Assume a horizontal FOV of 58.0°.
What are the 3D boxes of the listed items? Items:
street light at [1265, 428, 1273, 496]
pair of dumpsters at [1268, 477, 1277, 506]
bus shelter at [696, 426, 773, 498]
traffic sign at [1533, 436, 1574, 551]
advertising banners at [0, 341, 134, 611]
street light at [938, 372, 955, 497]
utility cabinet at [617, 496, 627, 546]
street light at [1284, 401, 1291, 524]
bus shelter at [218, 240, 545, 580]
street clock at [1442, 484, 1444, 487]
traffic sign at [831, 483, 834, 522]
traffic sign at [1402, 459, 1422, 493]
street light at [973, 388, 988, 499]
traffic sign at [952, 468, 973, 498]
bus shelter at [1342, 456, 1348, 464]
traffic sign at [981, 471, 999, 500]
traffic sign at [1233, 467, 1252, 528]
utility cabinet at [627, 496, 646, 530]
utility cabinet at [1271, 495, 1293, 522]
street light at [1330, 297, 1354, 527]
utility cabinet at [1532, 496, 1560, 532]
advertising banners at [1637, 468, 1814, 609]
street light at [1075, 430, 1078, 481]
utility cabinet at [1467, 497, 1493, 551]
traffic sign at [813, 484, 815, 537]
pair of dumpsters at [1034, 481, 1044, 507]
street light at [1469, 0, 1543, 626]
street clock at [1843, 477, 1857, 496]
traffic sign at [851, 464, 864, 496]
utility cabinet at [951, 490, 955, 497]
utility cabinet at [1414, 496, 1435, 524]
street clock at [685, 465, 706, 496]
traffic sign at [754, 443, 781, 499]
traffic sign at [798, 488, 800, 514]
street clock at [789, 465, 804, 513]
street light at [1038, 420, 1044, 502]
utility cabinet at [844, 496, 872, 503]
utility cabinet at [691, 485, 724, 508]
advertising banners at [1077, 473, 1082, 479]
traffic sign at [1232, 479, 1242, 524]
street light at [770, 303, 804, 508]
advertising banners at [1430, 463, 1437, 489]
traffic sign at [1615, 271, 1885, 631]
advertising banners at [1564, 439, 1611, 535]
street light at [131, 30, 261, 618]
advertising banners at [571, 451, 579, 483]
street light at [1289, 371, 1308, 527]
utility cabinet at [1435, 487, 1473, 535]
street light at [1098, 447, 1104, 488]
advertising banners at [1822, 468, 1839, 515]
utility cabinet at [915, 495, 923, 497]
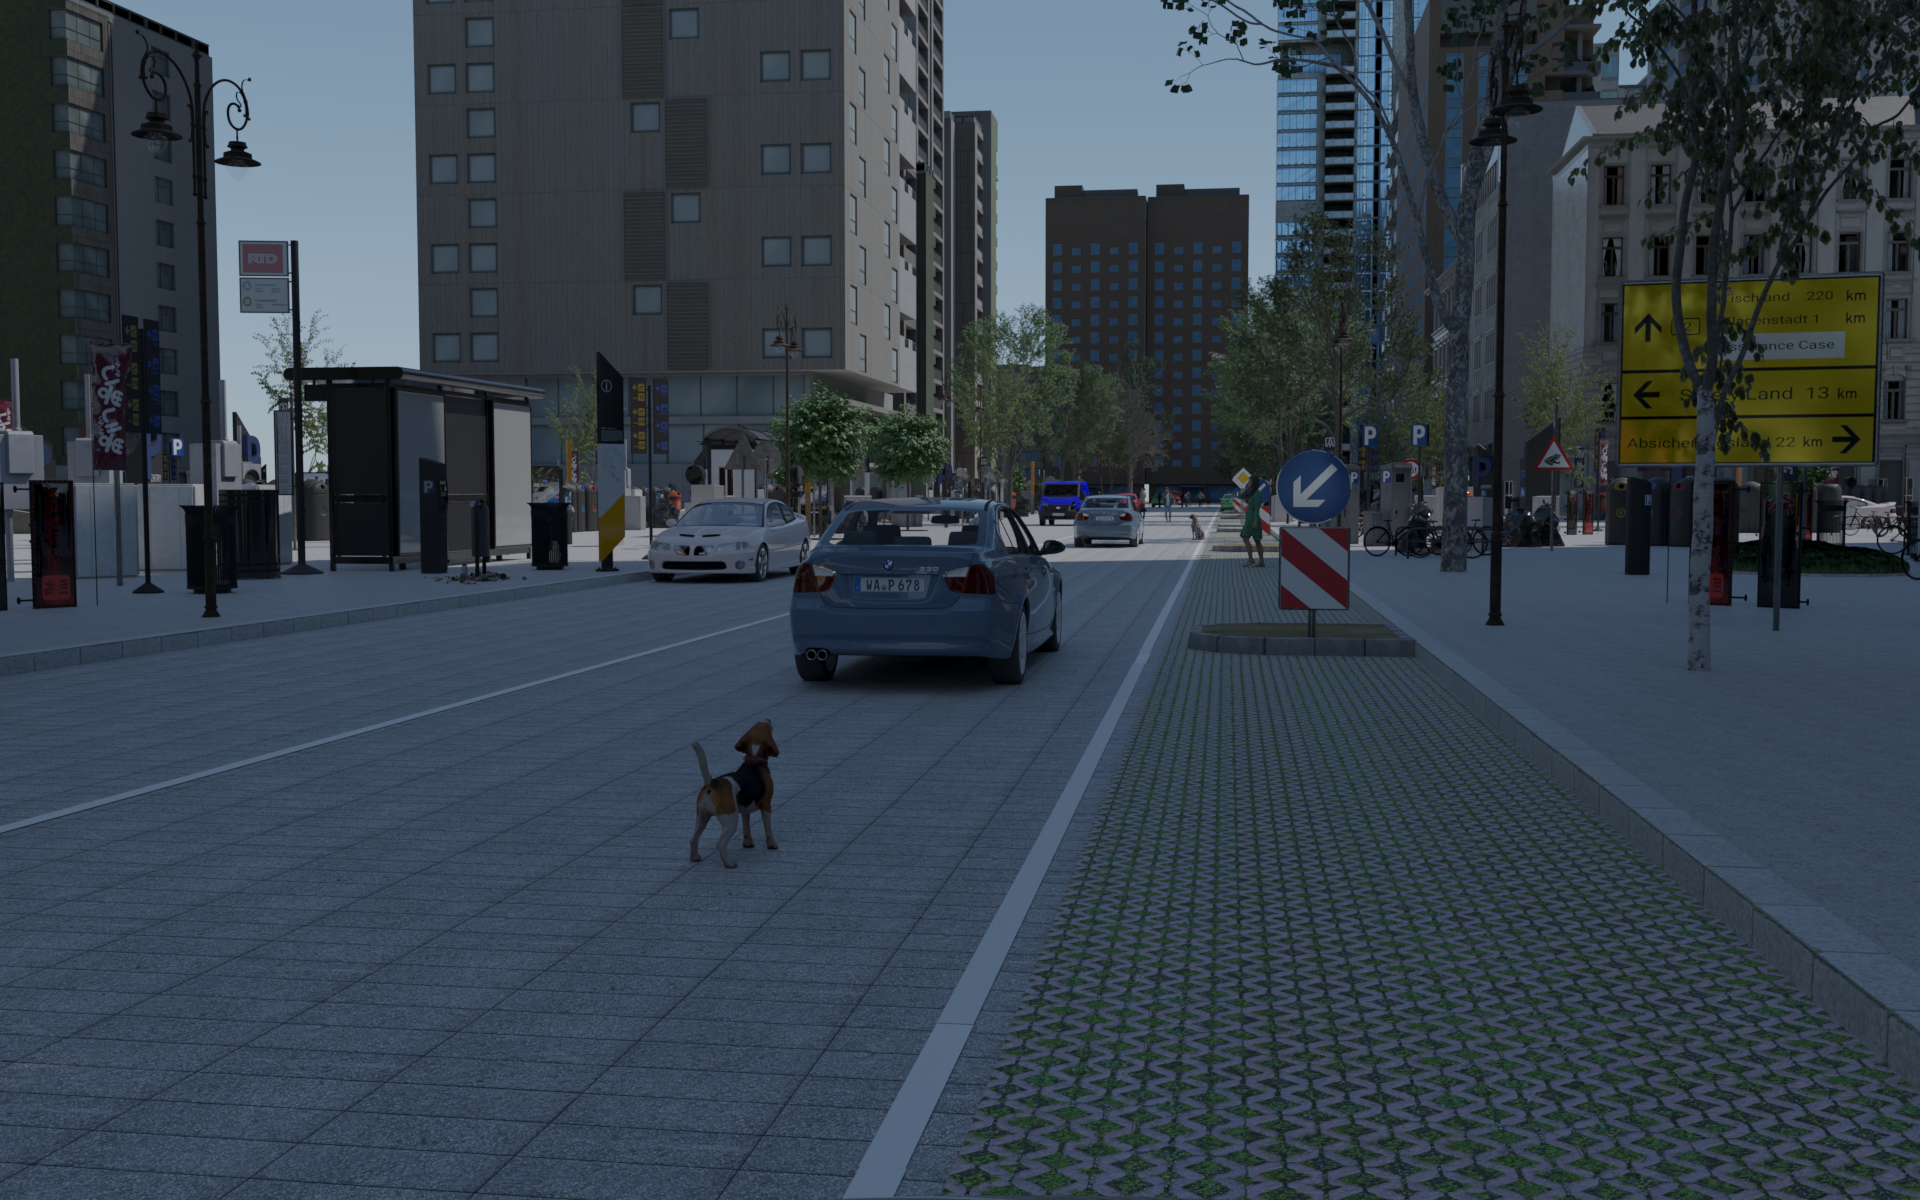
[{"bbox_3d":[17.805,-7.701,98.694,0.468,5.910,1.993,1,4,9],"label":"street light"},{"bbox_3d":[19.095,-6.180,103.540,1.574,2.255,4.437,1,4,9],"label":"pair of dumpsters"},{"bbox_3d":[-6.489,-3.712,54.612,2.014,3.302,5.546,1,4,9],"label":"bus shelter"},{"bbox_3d":[13.293,-2.375,38.841,0.884,2.594,0.081,1,4,14],"label":"traffic sign"},{"bbox_3d":[-10.214,-1.420,19.400,0.090,3.025,2.074,2,4,35],"label":"advertising banners"},{"bbox_3d":[-0.526,-5.695,65.900,0.468,5.910,1.993,1,4,9],"label":"street light"},{"bbox_3d":[-8.569,-1.932,42.742,0.306,1.237,1.020,0,4,5],"label":"utility cabinet"},{"bbox_3d":[14.198,-6.243,74.857,0.468,5.910,1.993,1,4,9],"label":"street light"},{"bbox_3d":[-9.918,-3.203,29.998,2.179,5.291,8.768,1,4,9],"label":"bus shelter"},{"bbox_3d":[34.868,-7.367,125.013,0.471,2.002,0.358,1,4,14],"label":"street clock"},{"bbox_3d":[-3.864,-3.201,52.436,0.768,2.556,0.104,1,4,12],"label":"traffic sign"},{"bbox_3d":[16.246,-3.815,62.476,0.768,2.556,0.104,1,4,17],"label":"traffic sign"},{"bbox_3d":[0.897,-6.268,75.269,0.468,5.910,1.993,1,4,9],"label":"street light"},{"bbox_3d":[0.089,-3.884,67.141,0.795,2.450,0.064,1,4,9],"label":"traffic sign"},{"bbox_3d":[22.122,-6.857,103.388,1.731,3.624,6.357,1,4,9],"label":"bus shelter"},{"bbox_3d":[1.302,-4.366,75.033,0.795,2.450,0.064,1,4,9],"label":"traffic sign"},{"bbox_3d":[10.706,-3.783,65.495,0.795,2.450,0.064,1,4,9],"label":"traffic sign"},{"bbox_3d":[-11.639,-3.092,61.712,1.020,1.237,0.306,3,4,37],"label":"utility cabinet"},{"bbox_3d":[14.677,-4.144,78.916,1.020,1.237,0.306,-2,4,-24],"label":"utility cabinet"},{"bbox_3d":[8.939,-4.153,40.689,0.468,5.910,1.993,1,4,9],"label":"street light"},{"bbox_3d":[18.998,-2.754,56.192,0.306,1.237,1.020,-1,4,-19],"label":"utility cabinet"},{"bbox_3d":[8.685,-1.450,19.903,2.074,3.025,0.090,3,5,43],"label":"advertising banners"},{"bbox_3d":[8.284,-9.206,123.298,0.468,5.910,1.993,1,4,9],"label":"street light"},{"bbox_3d":[11.777,-1.724,39.353,0.306,1.237,1.020,-1,4,-10],"label":"utility cabinet"},{"bbox_3d":[-4.339,-3.147,51.462,0.884,2.594,0.081,1,4,16],"label":"traffic sign"},{"bbox_3d":[5.433,-7.524,125.518,1.574,2.255,4.437,1,4,9],"label":"pair of dumpsters"},{"bbox_3d":[5.236,-2.690,16.775,0.468,5.910,1.993,1,4,9],"label":"street light"},{"bbox_3d":[37.336,-4.167,72.706,0.471,2.002,0.358,-1,4,-11],"label":"street clock"},{"bbox_3d":[-4.133,-4.119,67.444,0.768,2.556,0.104,1,4,14],"label":"traffic sign"},{"bbox_3d":[-0.122,-5.957,106.083,0.318,1.500,1.173,-3,4,-38],"label":"utility cabinet"},{"bbox_3d":[19.854,-3.819,73.607,1.020,1.237,0.306,0,4,-2],"label":"utility cabinet"},{"bbox_3d":[-6.633,-2.382,43.518,0.471,2.002,0.358,1,4,19],"label":"street clock"},{"bbox_3d":[-4.821,-2.627,43.055,0.768,2.556,0.104,1,4,18],"label":"traffic sign"},{"bbox_3d":[-4.826,-3.169,51.916,0.768,2.556,0.104,1,4,10],"label":"traffic sign"},{"bbox_3d":[-4.160,-2.399,43.796,0.358,2.002,0.471,2,4,32],"label":"street clock"},{"bbox_3d":[4.643,-7.725,99.085,0.468,5.910,1.993,1,4,9],"label":"street light"},{"bbox_3d":[-3.798,-3.261,64.476,1.020,1.237,0.306,0,4,-5],"label":"utility cabinet"},{"bbox_3d":[-5.995,-1.991,41.238,0.318,1.500,1.173,-2,4,-35],"label":"utility cabinet"},{"bbox_3d":[9.403,-9.095,144.893,0.090,3.025,2.074,-3,5,-43],"label":"advertising banners"},{"bbox_3d":[11.919,-4.266,73.388,0.795,2.450,0.064,1,4,9],"label":"traffic sign"},{"bbox_3d":[-4.190,-4.238,42.072,0.468,5.910,1.993,1,4,9],"label":"street light"},{"bbox_3d":[27.039,-6.151,96.762,0.090,3.025,2.074,-2,4,-32],"label":"advertising banners"},{"bbox_3d":[7.358,-1.369,16.261,2.265,3.308,0.079,1,4,18],"label":"traffic sign"},{"bbox_3d":[19.759,-3.565,54.479,2.074,3.025,0.090,-2,4,-31],"label":"advertising banners"},{"bbox_3d":[-7.814,-2.759,17.897,0.468,5.910,1.993,1,4,9],"label":"street light"},{"bbox_3d":[-14.888,-4.484,69.504,2.074,3.025,0.090,2,4,27],"label":"advertising banners"},{"bbox_3d":[12.726,-5.627,64.782,0.468,5.910,1.993,1,4,9],"label":"street light"},{"bbox_3d":[15.489,-2.792,54.330,1.173,1.500,0.318,-1,4,-18],"label":"utility cabinet"},{"bbox_3d":[11.944,-10.677,147.348,0.468,5.910,1.993,1,4,9],"label":"street light"},{"bbox_3d":[23.457,-3.180,48.185,2.074,3.025,0.090,1,4,12],"label":"advertising banners"},{"bbox_3d":[-2.229,-5.028,93.369,0.306,1.237,1.020,1,4,14],"label":"utility cabinet"}]
